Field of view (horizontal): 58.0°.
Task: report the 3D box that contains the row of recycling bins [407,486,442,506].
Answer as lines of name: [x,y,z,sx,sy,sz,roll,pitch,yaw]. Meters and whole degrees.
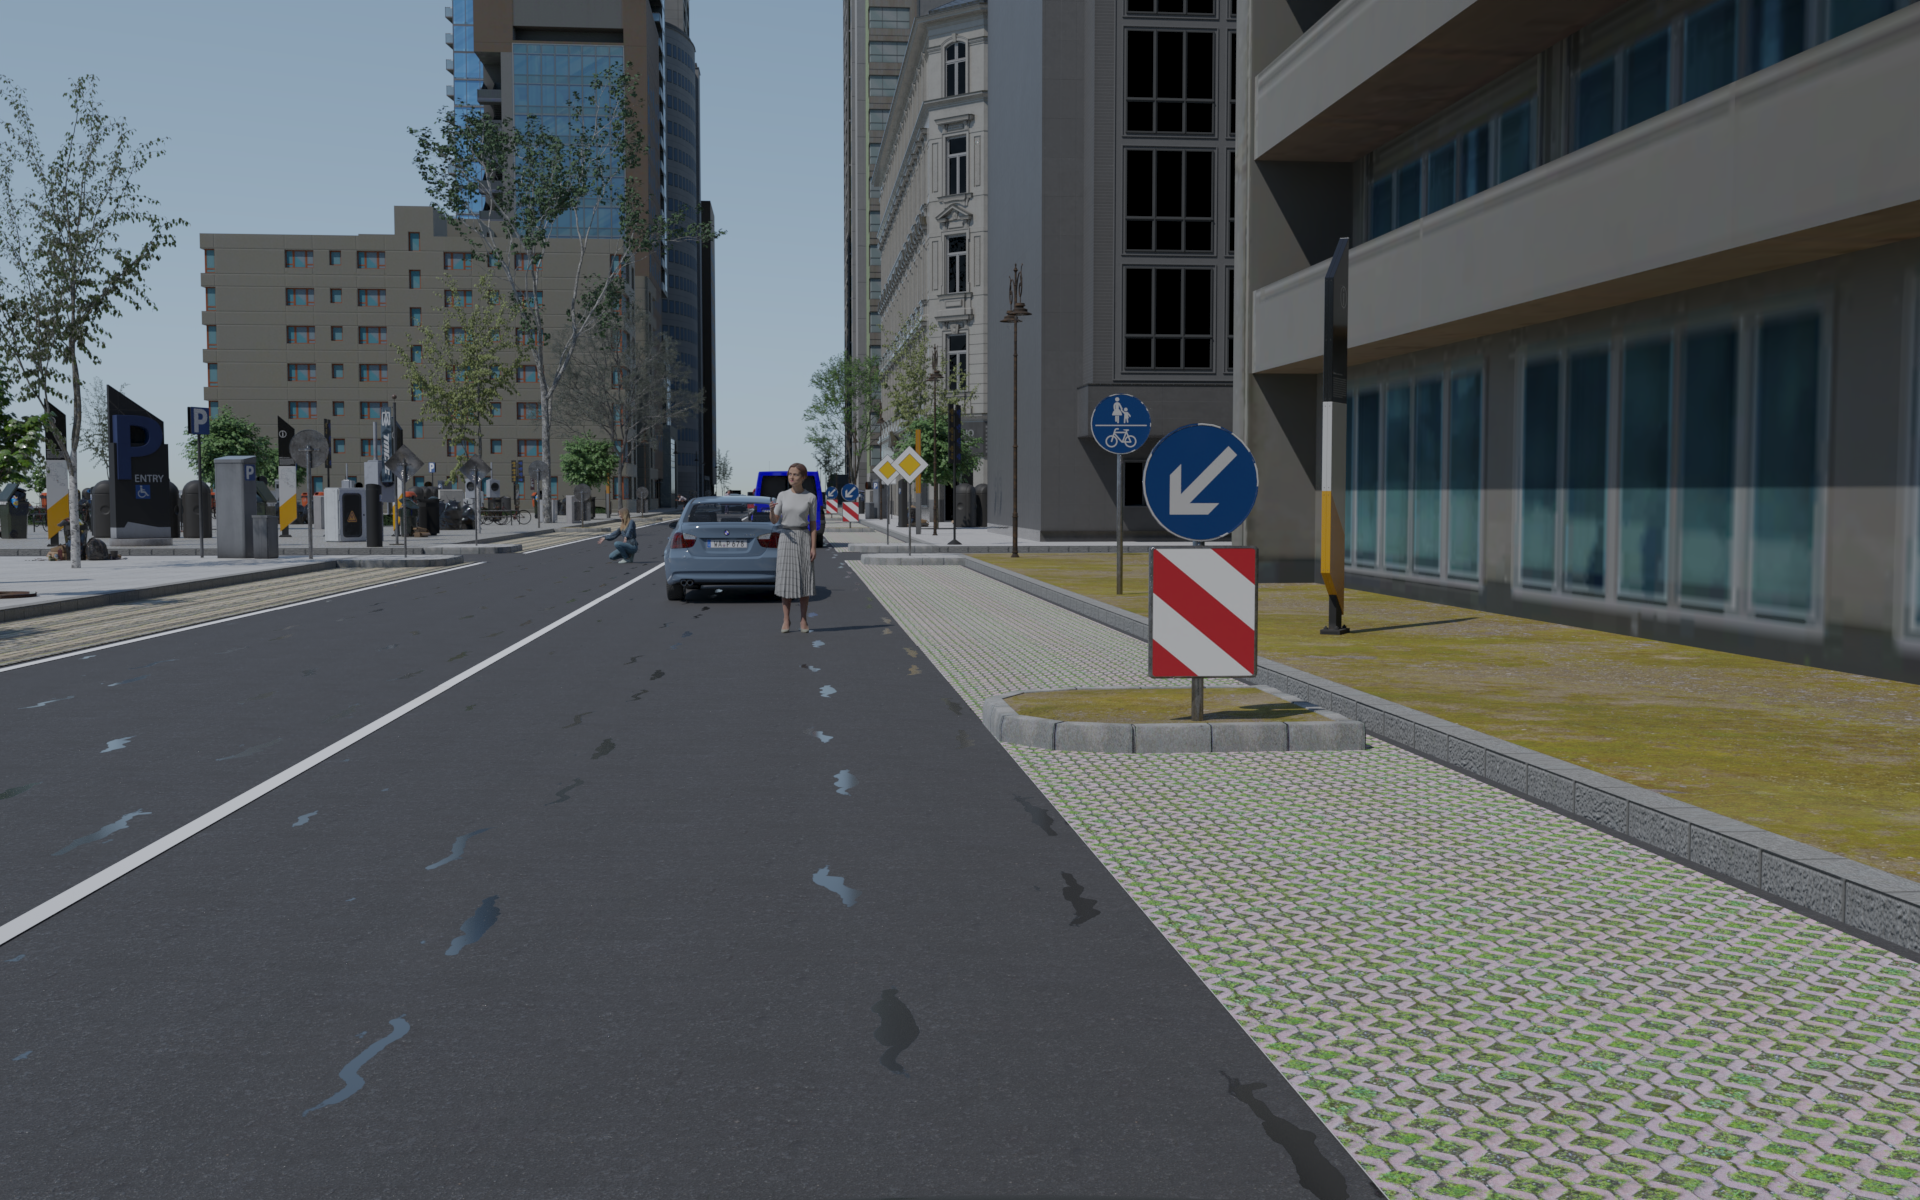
row of recycling bins: [-28.448,-5.212,92.327,1.069,1.692,3.534,0,4,4]

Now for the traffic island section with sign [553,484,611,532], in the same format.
traffic island section with sign: [-14.248,-3.475,65.450,1.989,1.847,2.006,0,4,-6]

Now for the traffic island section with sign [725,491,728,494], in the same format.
traffic island section with sign: [-32.687,-14.852,251.459,1.989,1.847,2.006,0,4,-6]

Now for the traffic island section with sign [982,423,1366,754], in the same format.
traffic island section with sign: [1.172,-0.112,10.462,1.989,1.847,2.006,0,4,-6]

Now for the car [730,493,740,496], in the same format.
car: [-17.726,-7.653,134.904,2.009,1.686,4.222,0,4,-7]

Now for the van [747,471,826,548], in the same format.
van: [-4.780,-2.667,47.989,2.240,2.365,5.245,0,4,-6]

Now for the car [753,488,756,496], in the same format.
car: [-10.501,-5.266,94.766,2.281,1.827,5.304,0,4,-4]

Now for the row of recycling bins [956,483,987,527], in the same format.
row of recycling bins: [1.228,-3.708,67.734,3.534,1.692,1.069,-3,5,-42]

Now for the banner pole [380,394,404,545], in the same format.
banner pole: [-14.374,-3.284,43.719,0.863,3.779,0.401,3,5,40]

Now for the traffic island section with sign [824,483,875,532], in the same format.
traffic island section with sign: [-4.267,-3.467,65.319,1.989,1.847,2.006,0,4,-6]

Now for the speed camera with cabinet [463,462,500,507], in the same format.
speed camera with cabinet: [-29.556,-6.904,107.212,2.038,3.252,0.660,-3,4,-38]

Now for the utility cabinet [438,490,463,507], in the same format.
utility cabinet: [-25.857,-4.851,87.989,1.173,1.500,0.318,-2,4,-32]

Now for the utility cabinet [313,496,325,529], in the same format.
utility cabinet: [-23.342,-3.193,63.372,0.306,1.237,1.020,0,4,-3]

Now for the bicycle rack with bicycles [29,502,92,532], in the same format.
bicycle rack with bicycles: [-30.472,-2.830,59.647,2.852,0.926,2.925,-1,4,-11]

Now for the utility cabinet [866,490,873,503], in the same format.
utility cabinet: [-4.523,-5.093,91.942,0.318,1.500,1.173,2,4,35]

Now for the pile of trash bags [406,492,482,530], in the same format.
pile of trash bags: [-18.681,-3.171,61.601,1.912,1.369,3.447,1,4,19]

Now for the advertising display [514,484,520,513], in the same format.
advertising display: [-28.255,-6.434,110.410,0.123,1.923,0.974,0,4,0]

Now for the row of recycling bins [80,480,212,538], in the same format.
row of recycling bins: [-23.585,-2.656,50.546,3.534,1.692,1.069,0,4,4]

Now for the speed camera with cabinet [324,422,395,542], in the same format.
speed camera with cabinet: [-16.193,-3.210,46.821,0.660,3.252,2.038,2,4,30]

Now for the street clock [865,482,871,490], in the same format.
street clock: [-5.356,-5.903,101.090,0.358,2.002,0.471,-2,4,-24]

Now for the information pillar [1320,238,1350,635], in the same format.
information pillar: [3.411,-1.492,15.751,0.183,3.616,0.504,2,4,28]

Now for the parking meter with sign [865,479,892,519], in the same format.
parking meter with sign: [-4.118,-5.676,89.057,0.543,3.016,1.738,3,5,45]

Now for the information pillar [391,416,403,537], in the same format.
information pillar: [-16.949,-3.722,52.204,0.504,3.616,0.183,3,4,38]

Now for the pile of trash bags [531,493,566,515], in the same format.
pile of trash bags: [-24.075,-5.769,104.079,3.447,1.369,1.912,-2,4,-33]

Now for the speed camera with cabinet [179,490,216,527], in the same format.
speed camera with cabinet: [-29.834,-4.533,68.445,2.038,3.252,0.660,-1,4,-22]

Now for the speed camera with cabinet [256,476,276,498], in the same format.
speed camera with cabinet: [-32.909,-5.308,81.129,0.660,3.252,2.038,1,4,13]

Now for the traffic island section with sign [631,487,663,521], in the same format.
traffic island section with sign: [-16.932,-5.132,92.533,1.989,1.847,2.006,0,4,-6]

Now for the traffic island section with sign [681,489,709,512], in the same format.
traffic island section with sign: [-21.849,-8.165,142.120,1.989,1.847,2.006,0,4,-6]

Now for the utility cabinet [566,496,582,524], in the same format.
utility cabinet: [-16.879,-3.950,75.743,0.306,1.237,1.020,1,4,11]

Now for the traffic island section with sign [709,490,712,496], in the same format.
traffic island section with sign: [-24.496,-9.805,168.945,1.989,1.847,2.006,0,4,-6]

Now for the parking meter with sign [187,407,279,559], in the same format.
parking meter with sign: [-14.454,-2.342,34.549,1.738,3.016,0.543,1,4,15]

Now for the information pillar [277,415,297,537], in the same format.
information pillar: [-19.990,-3.675,51.440,0.504,3.616,0.183,-1,4,-12]

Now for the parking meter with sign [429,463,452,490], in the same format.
parking meter with sign: [-28.649,-6.127,96.442,0.543,3.016,1.738,3,4,38]

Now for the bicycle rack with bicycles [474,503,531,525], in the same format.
bicycle rack with bicycles: [-19.445,-3.569,71.739,2.925,0.926,2.852,0,4,-3]

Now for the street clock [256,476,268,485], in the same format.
street clock: [-27.507,-3.893,68.215,0.471,2.002,0.358,-2,4,-25]

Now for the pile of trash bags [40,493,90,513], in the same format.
pile of trash bags: [-51.586,-5.491,99.536,3.447,1.369,1.912,2,4,24]

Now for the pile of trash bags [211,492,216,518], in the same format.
pile of trash bags: [-39.310,-5.188,94.576,3.447,1.369,1.912,-3,4,-36]

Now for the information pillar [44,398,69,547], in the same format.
information pillar: [-22.036,-3.112,42.230,0.504,3.616,0.183,-2,4,-26]

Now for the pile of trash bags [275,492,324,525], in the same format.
pile of trash bags: [-27.805,-3.893,73.398,3.447,1.369,1.912,3,5,41]

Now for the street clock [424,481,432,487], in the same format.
street clock: [-30.351,-5.774,98.975,0.471,2.002,0.358,0,4,-6]

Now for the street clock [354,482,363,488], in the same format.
street clock: [-36.424,-6.139,104.945,0.471,2.002,0.358,-3,4,-38]

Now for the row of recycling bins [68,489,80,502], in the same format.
row of recycling bins: [-56.339,-6.469,112.873,3.534,1.692,1.069,-3,5,-42]

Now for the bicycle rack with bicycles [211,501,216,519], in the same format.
bicycle rack with bicycles: [-38.614,-4.612,88.783,2.852,0.926,2.925,2,4,32]
